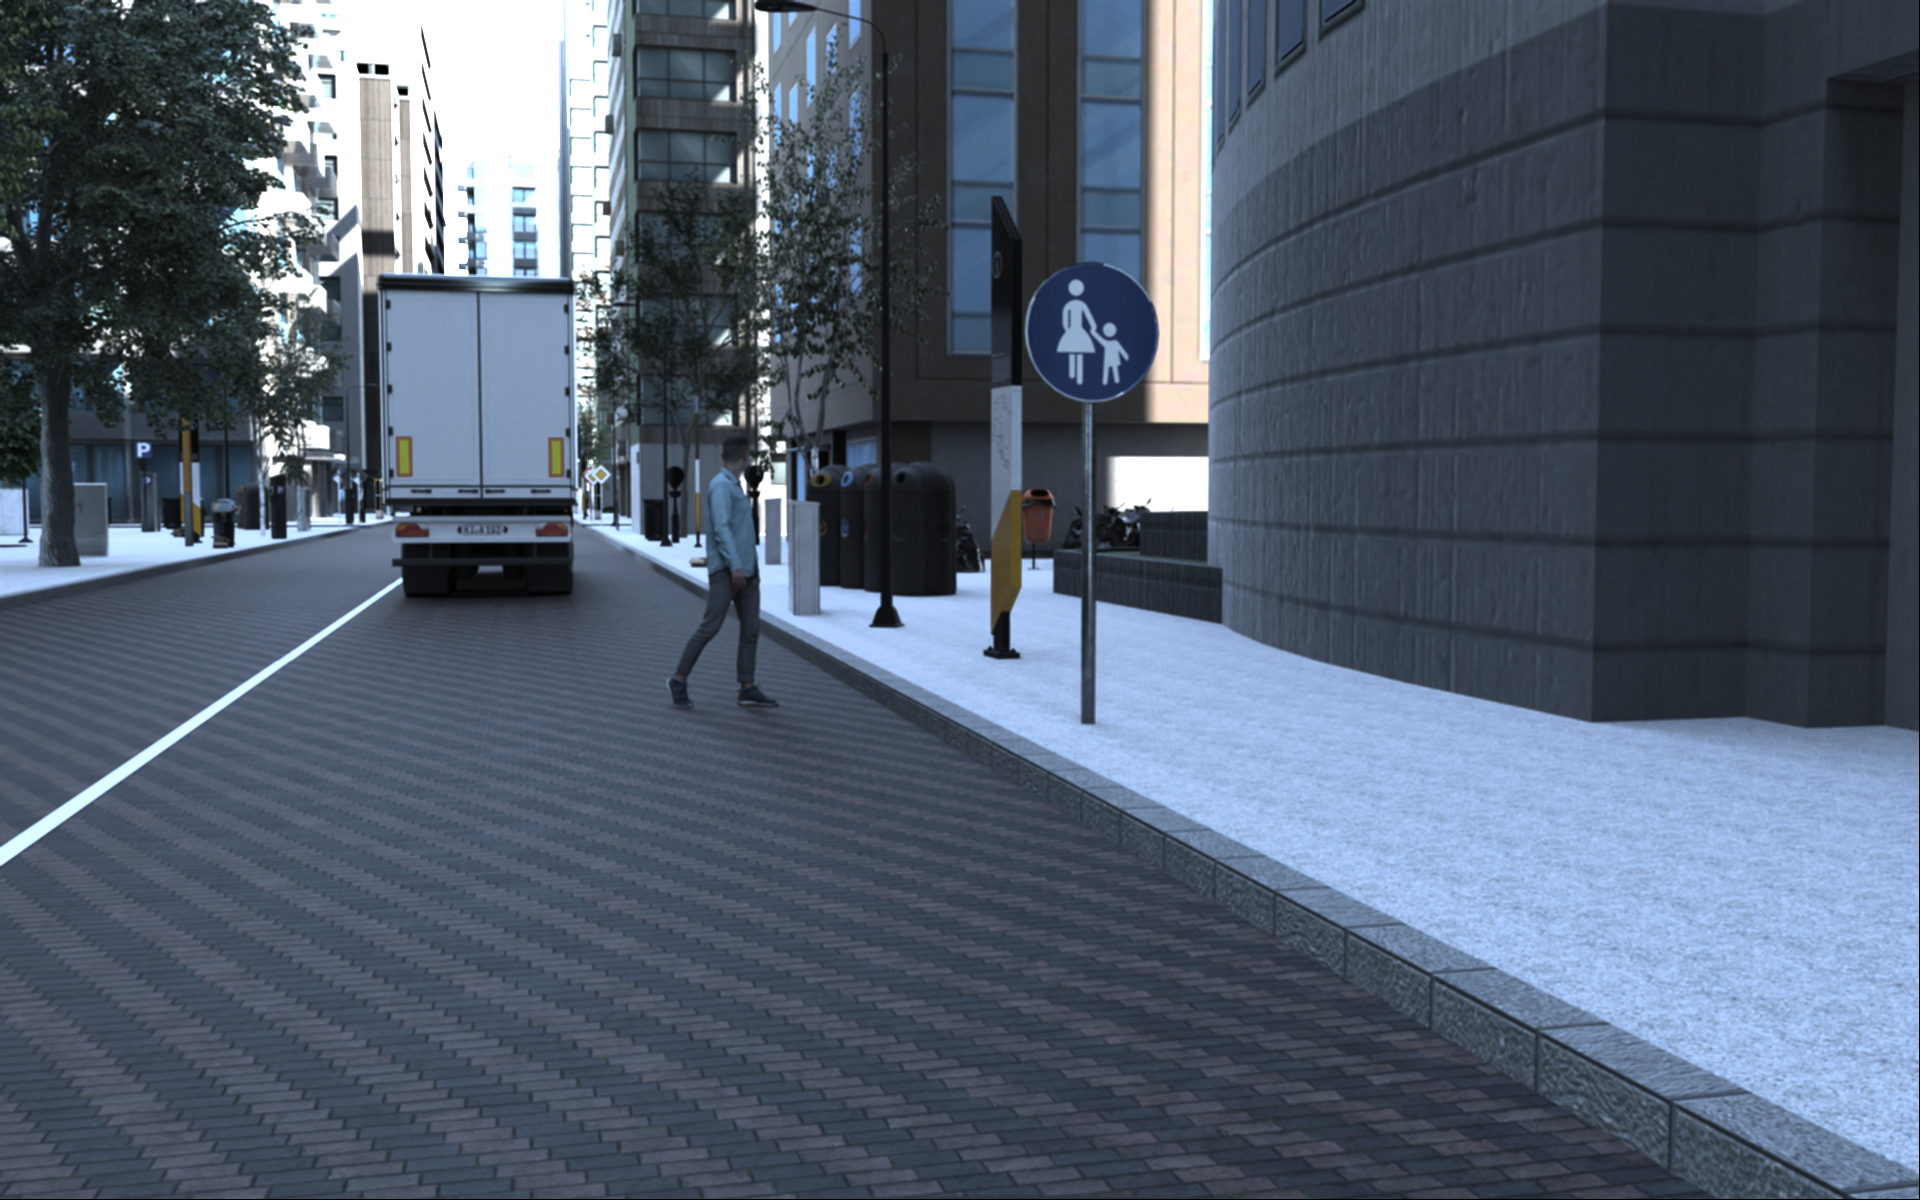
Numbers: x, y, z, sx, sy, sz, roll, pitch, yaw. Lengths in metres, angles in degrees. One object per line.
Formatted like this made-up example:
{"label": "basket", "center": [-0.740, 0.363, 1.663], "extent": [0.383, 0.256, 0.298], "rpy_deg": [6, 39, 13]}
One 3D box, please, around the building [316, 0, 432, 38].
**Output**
{"label": "building", "center": [-58.366, -32.455, 154.340], "extent": [21.300, 48.544, 21.600], "rpy_deg": [-1, 4, -14]}

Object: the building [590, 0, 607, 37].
{"label": "building", "center": [-21.459, -27.596, 134.796], "extent": [14.154, 41.232, 14.086], "rpy_deg": [-1, 4, -14]}

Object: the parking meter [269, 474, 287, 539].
{"label": "parking meter", "center": [-19.455, -2.672, 49.404], "extent": [0.255, 1.863, 0.399], "rpy_deg": [3, 4, 39]}

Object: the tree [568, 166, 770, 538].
{"label": "tree", "center": [-8.092, -7.075, 50.092], "extent": [8.767, 10.594, 7.601], "rpy_deg": [-1, 4, -10]}

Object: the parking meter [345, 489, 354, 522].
{"label": "parking meter", "center": [-28.069, -4.356, 79.639], "extent": [0.372, 1.533, 0.369], "rpy_deg": [0, 3, 0]}

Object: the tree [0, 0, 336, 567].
{"label": "tree", "center": [-16.142, -7.567, 30.377], "extent": [9.857, 13.997, 8.962], "rpy_deg": [0, 3, 0]}

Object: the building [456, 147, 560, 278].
{"label": "building", "center": [-54.162, -38.085, 242.295], "extent": [30.456, 49.044, 23.786], "rpy_deg": [-1, 4, -14]}

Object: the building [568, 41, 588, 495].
{"label": "building", "center": [-29.146, -29.240, 161.665], "extent": [14.154, 41.232, 14.086], "rpy_deg": [-1, 4, -14]}

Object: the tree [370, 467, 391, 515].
{"label": "tree", "center": [-35.099, -6.776, 105.384], "extent": [1.663, 3.219, 1.824], "rpy_deg": [0, 3, 0]}

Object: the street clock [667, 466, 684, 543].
{"label": "street clock", "center": [-7.448, -2.491, 45.292], "extent": [0.471, 2.002, 0.358], "rpy_deg": [-1, 4, -15]}

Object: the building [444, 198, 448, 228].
{"label": "building", "center": [-84.347, -35.447, 234.177], "extent": [28.867, 44.769, 22.147], "rpy_deg": [-1, 4, -14]}

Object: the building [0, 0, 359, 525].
{"label": "building", "center": [-42.955, -28.409, 84.099], "extent": [23.786, 49.044, 30.456], "rpy_deg": [-1, 4, -14]}

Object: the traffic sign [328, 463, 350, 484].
{"label": "traffic sign", "center": [-23.590, -3.888, 65.758], "extent": [0.795, 2.593, 0.064], "rpy_deg": [-1, 4, -14]}

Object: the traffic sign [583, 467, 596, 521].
{"label": "traffic sign", "center": [-17.507, -5.020, 82.175], "extent": [0.768, 2.556, 0.104], "rpy_deg": [-1, 4, -14]}

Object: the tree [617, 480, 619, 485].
{"label": "tree", "center": [-23.379, -7.861, 123.135], "extent": [1.663, 3.219, 1.824], "rpy_deg": [0, 3, 0]}

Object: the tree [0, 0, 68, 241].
{"label": "tree", "center": [-13.322, -4.353, 21.531], "extent": [4.737, 8.622, 4.395], "rpy_deg": [0, 3, 0]}

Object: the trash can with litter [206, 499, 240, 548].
{"label": "trash can with litter", "center": [-17.517, -1.828, 41.277], "extent": [0.624, 1.170, 1.055], "rpy_deg": [-1, 4, -18]}

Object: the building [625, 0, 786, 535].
{"label": "building", "center": [-4.857, -17.731, 61.597], "extent": [14.160, 30.474, 14.107], "rpy_deg": [-1, 4, -14]}

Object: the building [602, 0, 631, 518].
{"label": "building", "center": [-6.791, -24.579, 93.743], "extent": [23.993, 40.220, 32.217], "rpy_deg": [-1, 4, -14]}

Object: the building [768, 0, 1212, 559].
{"label": "building", "center": [3.298, -23.870, 40.388], "extent": [14.600, 45.320, 14.200], "rpy_deg": [-1, 4, -14]}

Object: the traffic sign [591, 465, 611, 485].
{"label": "traffic sign", "center": [-14.085, -4.032, 68.115], "extent": [0.795, 2.593, 0.064], "rpy_deg": [-1, 4, -14]}

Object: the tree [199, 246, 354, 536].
{"label": "tree", "center": [-20.889, -6.226, 52.156], "extent": [4.360, 8.622, 3.978], "rpy_deg": [0, 3, 0]}

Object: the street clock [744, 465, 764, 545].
{"label": "street clock", "center": [-5.172, -2.382, 43.517], "extent": [0.471, 2.002, 0.358], "rpy_deg": [-3, 5, -45]}

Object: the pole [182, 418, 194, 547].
{"label": "pole", "center": [-18.864, -2.964, 42.298], "extent": [0.158, 3.312, 0.155], "rpy_deg": [0, 3, 0]}

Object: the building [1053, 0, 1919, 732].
{"label": "building", "center": [13.232, -28.772, 12.416], "extent": [21.231, 58.520, 28.212], "rpy_deg": [-1, 4, -14]}

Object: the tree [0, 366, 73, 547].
{"label": "tree", "center": [-23.464, -3.571, 42.104], "extent": [4.285, 4.588, 4.351], "rpy_deg": [0, 3, 0]}

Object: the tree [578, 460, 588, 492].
{"label": "tree", "center": [-31.896, -9.728, 142.764], "extent": [4.285, 4.588, 4.351], "rpy_deg": [0, 3, 0]}

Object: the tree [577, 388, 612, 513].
{"label": "tree", "center": [-24.941, -10.233, 117.668], "extent": [4.737, 8.622, 4.395], "rpy_deg": [0, 3, 0]}

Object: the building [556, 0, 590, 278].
{"label": "building", "center": [-37.678, -40.844, 209.796], "extent": [21.231, 58.520, 28.212], "rpy_deg": [-1, 4, -14]}

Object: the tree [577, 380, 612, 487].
{"label": "tree", "center": [-24.358, -9.872, 111.777], "extent": [4.360, 8.622, 3.978], "rpy_deg": [0, 3, 0]}

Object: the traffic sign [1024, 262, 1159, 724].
{"label": "traffic sign", "center": [0.718, -0.582, 9.624], "extent": [0.768, 2.556, 0.104], "rpy_deg": [-1, 4, -12]}

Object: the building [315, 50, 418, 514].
{"label": "building", "center": [-43.908, -21.033, 115.588], "extent": [14.160, 30.474, 14.107], "rpy_deg": [-1, 4, -14]}

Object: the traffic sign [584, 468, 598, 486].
{"label": "traffic sign", "center": [-16.030, -4.506, 75.861], "extent": [0.795, 2.593, 0.064], "rpy_deg": [-1, 4, -14]}

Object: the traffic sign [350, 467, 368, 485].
{"label": "traffic sign", "center": [-25.535, -4.362, 73.504], "extent": [0.795, 2.593, 0.064], "rpy_deg": [-1, 4, -14]}

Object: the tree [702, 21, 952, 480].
{"label": "tree", "center": [-2.293, -4.750, 28.018], "extent": [4.360, 8.622, 3.978], "rpy_deg": [0, 3, 0]}

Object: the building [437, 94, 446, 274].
{"label": "building", "center": [-68.069, -34.663, 190.448], "extent": [21.300, 48.544, 21.600], "rpy_deg": [-1, 4, -14]}

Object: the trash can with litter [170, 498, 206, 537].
{"label": "trash can with litter", "center": [-22.902, -2.444, 51.340], "extent": [1.055, 1.170, 0.624], "rpy_deg": [0, 4, 8]}
